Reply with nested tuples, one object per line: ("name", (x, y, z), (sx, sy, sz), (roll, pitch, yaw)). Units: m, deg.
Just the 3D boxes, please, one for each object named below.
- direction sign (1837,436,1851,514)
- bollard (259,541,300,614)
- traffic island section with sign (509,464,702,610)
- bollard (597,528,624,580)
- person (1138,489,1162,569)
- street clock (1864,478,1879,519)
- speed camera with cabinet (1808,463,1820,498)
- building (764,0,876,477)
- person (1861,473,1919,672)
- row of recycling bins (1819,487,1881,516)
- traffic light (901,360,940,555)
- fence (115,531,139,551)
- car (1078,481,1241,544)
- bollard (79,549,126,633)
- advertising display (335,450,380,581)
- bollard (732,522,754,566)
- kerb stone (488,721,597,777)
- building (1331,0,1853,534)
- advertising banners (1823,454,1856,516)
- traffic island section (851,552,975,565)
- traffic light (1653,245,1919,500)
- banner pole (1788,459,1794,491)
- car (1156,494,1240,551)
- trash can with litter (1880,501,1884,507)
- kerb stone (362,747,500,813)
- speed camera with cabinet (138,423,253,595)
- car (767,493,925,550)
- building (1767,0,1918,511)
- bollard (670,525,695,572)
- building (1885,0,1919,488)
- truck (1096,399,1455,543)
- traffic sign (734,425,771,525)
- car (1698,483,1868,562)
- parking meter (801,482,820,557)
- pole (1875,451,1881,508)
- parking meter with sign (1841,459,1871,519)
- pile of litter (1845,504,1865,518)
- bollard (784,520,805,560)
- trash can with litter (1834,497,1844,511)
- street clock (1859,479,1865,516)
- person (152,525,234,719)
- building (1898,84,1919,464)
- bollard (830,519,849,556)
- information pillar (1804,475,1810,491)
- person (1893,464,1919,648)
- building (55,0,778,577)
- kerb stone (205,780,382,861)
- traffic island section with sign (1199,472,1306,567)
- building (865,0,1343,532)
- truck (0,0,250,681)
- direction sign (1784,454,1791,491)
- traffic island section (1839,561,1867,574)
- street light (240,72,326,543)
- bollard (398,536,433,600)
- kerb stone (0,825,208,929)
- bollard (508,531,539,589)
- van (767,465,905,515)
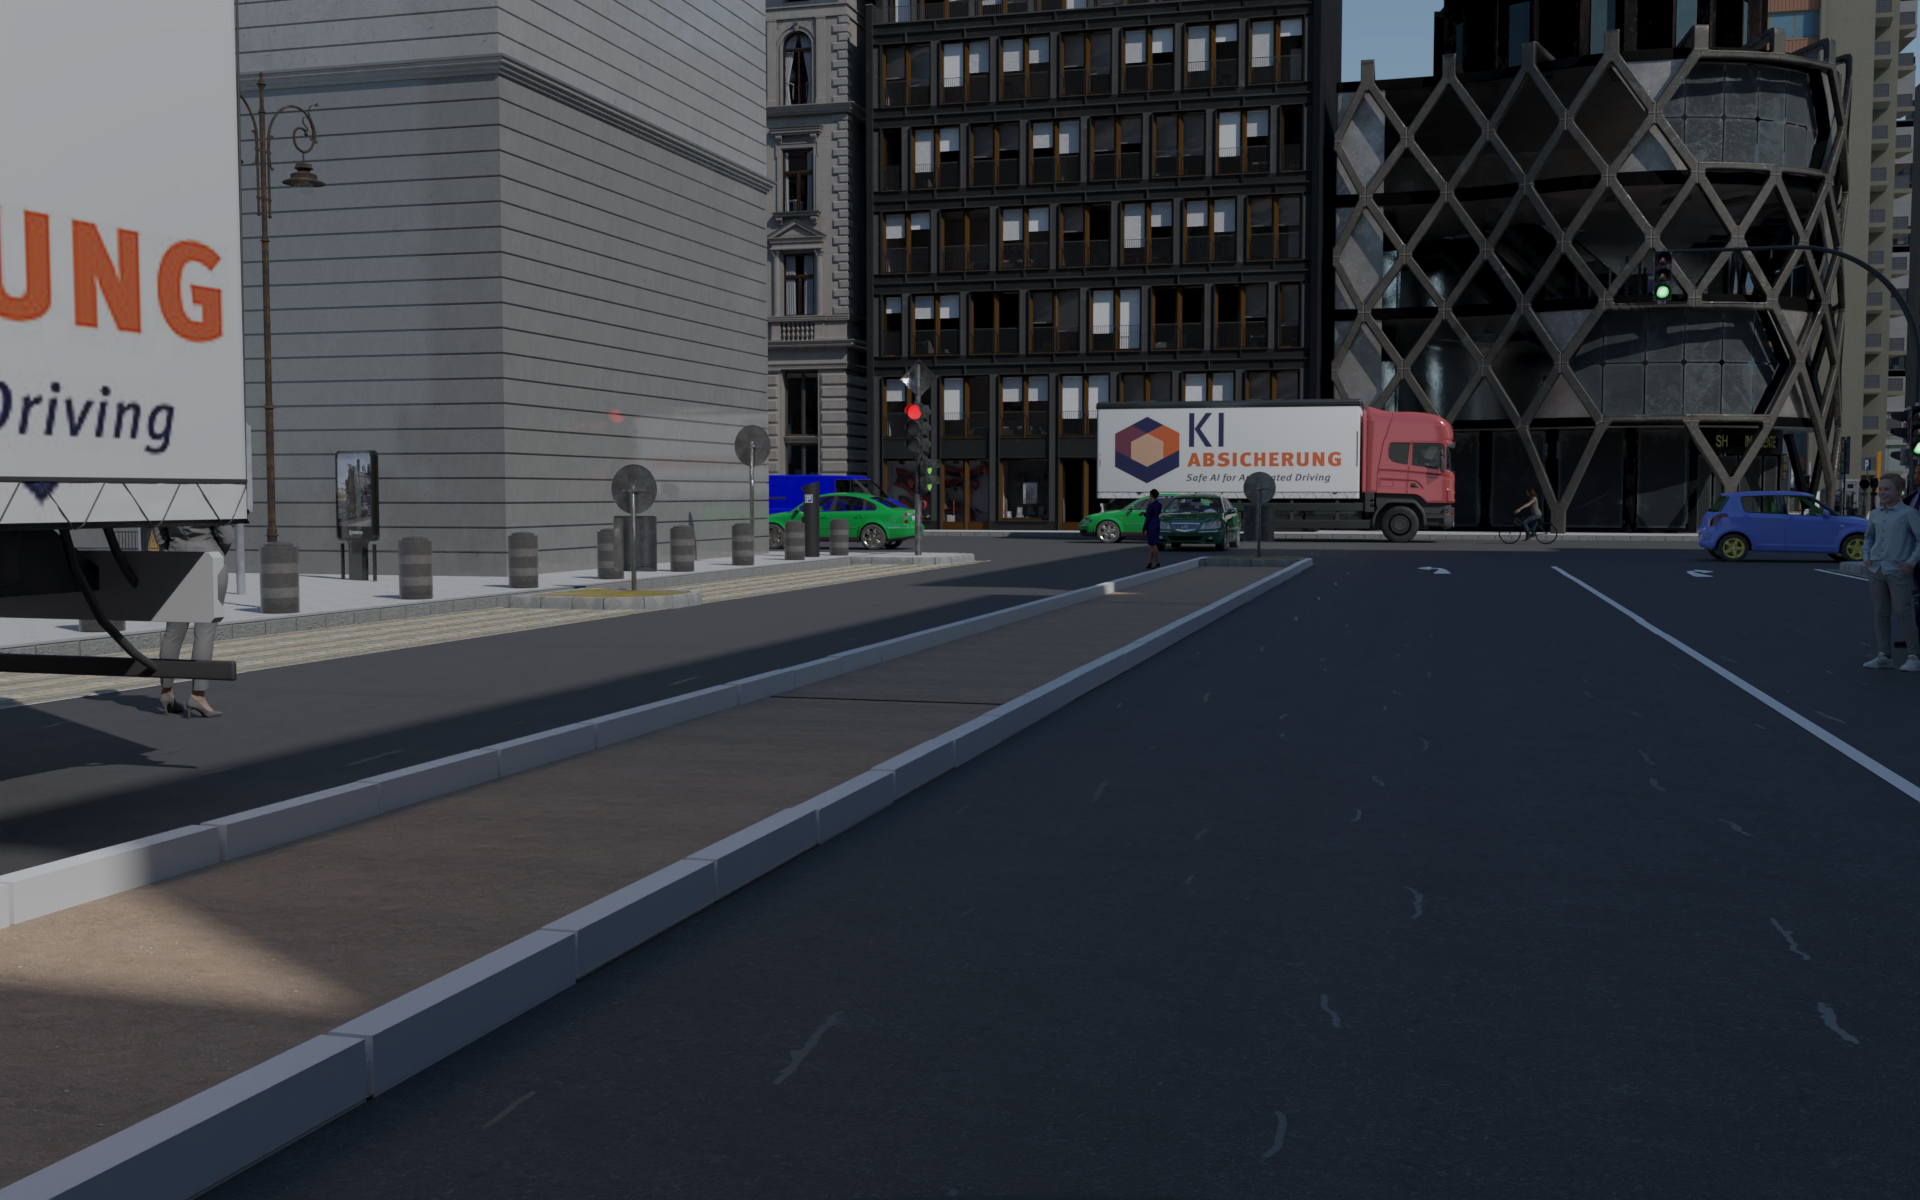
("direction sign", (34.817, -4.659, 68.172), (0.379, 3.537, 0.876), (0, 4, 7))
("bollard", (-7.348, -0.244, 18.700), (0.404, 0.777, 0.398), (0, 3, 0))
("traffic island section with sign", (-4.425, -0.834, 22.268), (1.989, 1.847, 2.006), (1, 4, 15))
("bollard", (-5.280, -0.701, 26.174), (0.404, 0.777, 0.398), (0, 3, 0))
("person", (3.598, -1.364, 33.168), (0.546, 1.535, 0.453), (2, 4, 26))
("street clock", (40.105, -4.370, 76.023), (0.358, 2.002, 0.471), (1, 4, 13))
("speed camera with cabinet", (53.680, -7.032, 109.316), (2.038, 3.252, 0.660), (-3, 5, -42))
("building", (-11.714, -14.715, 69.476), (19.941, 23.489, 11.050), (1, 4, 15))
("person", (7.629, -0.238, 14.200), (0.330, 1.601, 0.589), (-1, 4, -18))
("row of recycling bins", (52.428, -5.785, 101.697), (3.534, 1.692, 1.069), (2, 4, 26))
("traffic light", (-0.859, -2.892, 36.209), (0.839, 4.253, 0.868), (1, 4, 15))
("fence", (-12.766, -0.750, 27.643), (2.069, 0.683, 0.278), (1, 4, 22))
("car", (5.823, -2.559, 50.632), (4.718, 1.807, 1.959), (1, 4, 14))
("bollard", (-8.038, -0.092, 16.213), (0.404, 0.777, 0.398), (0, 3, 0))
("advertising display", (-8.941, -1.253, 25.700), (0.974, 1.923, 0.123), (3, 5, 39))
("bollard", (-3.904, -1.005, 31.148), (0.404, 0.777, 0.398), (0, 3, 0))
("kerb stone", (-2.229, 0.795, 9.197), (0.120, 0.150, 1.000), (1, 4, 15))
("building", (22.508, -11.952, 62.874), (16.811, 18.784, 16.820), (1, 4, 15))
("advertising banners", (37.339, -4.736, 73.618), (0.090, 3.025, 2.074), (-1, 4, -10))
("traffic island section", (-0.895, -0.861, 36.354), (2.009, 0.180, 2.903), (1, 4, 15))
("traffic light", (15.143, -3.487, 31.677), (4.771, 5.953, 1.251), (1, 4, 15))
("banner pole", (38.741, -5.550, 80.753), (0.863, 3.779, 0.401), (-3, 5, -43))
("car", (6.213, -2.041, 45.173), (2.131, 1.459, 4.920), (1, 4, 16))
("trash can with litter", (51.274, -5.191, 96.258), (1.055, 1.170, 0.624), (-1, 4, -8))
("kerb stone", (-2.507, 0.856, 8.207), (0.120, 0.150, 1.000), (1, 4, 15))
("speed camera with cabinet", (-9.937, -1.718, 22.421), (2.038, 3.252, 0.660), (3, 5, 40))
("car", (-3.316, -2.238, 45.380), (4.718, 1.807, 1.959), (1, 4, 15))
("building", (62.121, -29.620, 138.917), (22.147, 44.769, 28.867), (1, 4, 15))
("bollard", (-4.597, -0.853, 28.662), (0.404, 0.777, 0.398), (0, 3, 0))
("building", (72.902, -35.208, 164.884), (28.713, 52.752, 27.495), (1, 4, 15))
("truck", (9.881, -3.897, 52.637), (11.283, 4.237, 2.839), (1, 4, 15))
("traffic sign", (-3.838, -1.946, 31.924), (0.768, 2.556, 0.104), (2, 4, 23))
("car", (17.768, -1.673, 36.944), (3.694, 1.707, 1.945), (1, 4, 15))
("parking meter", (-3.048, -1.644, 35.293), (0.372, 1.533, 0.369), (0, 3, 0))
("pole", (43.965, -5.451, 82.961), (0.158, 3.312, 0.155), (0, 3, 0))
("parking meter with sign", (44.572, -5.536, 86.770), (1.738, 3.016, 0.543), (0, 4, 6))
("pile of litter", (36.534, -3.477, 70.809), (1.176, 0.858, 1.719), (-2, 4, -26))
("bollard", (-3.214, -1.159, 33.669), (0.404, 0.777, 0.398), (0, 3, 0))
("trash can with litter", (32.863, -3.319, 65.660), (1.055, 1.170, 0.624), (-1, 4, -12))
("street clock", (43.771, -4.847, 83.826), (0.471, 2.002, 0.358), (2, 4, 35))
("person", (-4.918, -0.146, 11.154), (0.520, 1.790, 0.573), (-1, 4, -12))
("building", (99.190, -29.479, 165.583), (14.086, 41.232, 14.154), (1, 4, 15))
("bollard", (-2.525, -1.311, 36.156), (0.404, 0.777, 0.398), (0, 3, 0))
("information pillar", (32.581, -3.812, 66.821), (0.304, 2.012, 0.304), (1, 4, 14))
("person", (8.785, -0.401, 15.874), (0.431, 1.722, 0.655), (0, 4, -6))
("building", (-19.737, -15.758, 35.132), (29.804, 29.767, 11.434), (1, 4, 15))
("kerb stone", (-2.769, 0.916, 7.216), (0.120, 0.150, 1.000), (1, 4, 15))
("traffic island section with sign", (5.929, -1.626, 34.721), (2.006, 1.907, 1.989), (1, 4, 15))
("building", (5.923, -14.421, 65.467), (15.834, 23.373, 12.332), (1, 4, 15))
("truck", (-6.281, -0.894, 3.531), (2.839, 4.237, 11.283), (1, 4, 17))
("direction sign", (46.196, -6.405, 96.726), (0.379, 3.537, 0.876), (-1, 4, -17))
("traffic island section", (17.219, -0.556, 31.364), (2.009, 0.180, 2.903), (1, 4, 15))
("street light", (-7.653, -2.835, 19.139), (0.468, 5.910, 1.993), (1, 4, 15))
("bollard", (-6.660, -0.396, 21.187), (0.404, 0.777, 0.398), (0, 3, 0))
("kerb stone", (-3.052, 0.977, 6.221), (0.120, 0.150, 1.000), (1, 4, 15))
("bollard", (-5.972, -0.549, 23.688), (0.404, 0.777, 0.398), (0, 3, 0))
("van", (-4.224, -3.073, 54.620), (5.245, 2.365, 2.240), (1, 4, 15))
